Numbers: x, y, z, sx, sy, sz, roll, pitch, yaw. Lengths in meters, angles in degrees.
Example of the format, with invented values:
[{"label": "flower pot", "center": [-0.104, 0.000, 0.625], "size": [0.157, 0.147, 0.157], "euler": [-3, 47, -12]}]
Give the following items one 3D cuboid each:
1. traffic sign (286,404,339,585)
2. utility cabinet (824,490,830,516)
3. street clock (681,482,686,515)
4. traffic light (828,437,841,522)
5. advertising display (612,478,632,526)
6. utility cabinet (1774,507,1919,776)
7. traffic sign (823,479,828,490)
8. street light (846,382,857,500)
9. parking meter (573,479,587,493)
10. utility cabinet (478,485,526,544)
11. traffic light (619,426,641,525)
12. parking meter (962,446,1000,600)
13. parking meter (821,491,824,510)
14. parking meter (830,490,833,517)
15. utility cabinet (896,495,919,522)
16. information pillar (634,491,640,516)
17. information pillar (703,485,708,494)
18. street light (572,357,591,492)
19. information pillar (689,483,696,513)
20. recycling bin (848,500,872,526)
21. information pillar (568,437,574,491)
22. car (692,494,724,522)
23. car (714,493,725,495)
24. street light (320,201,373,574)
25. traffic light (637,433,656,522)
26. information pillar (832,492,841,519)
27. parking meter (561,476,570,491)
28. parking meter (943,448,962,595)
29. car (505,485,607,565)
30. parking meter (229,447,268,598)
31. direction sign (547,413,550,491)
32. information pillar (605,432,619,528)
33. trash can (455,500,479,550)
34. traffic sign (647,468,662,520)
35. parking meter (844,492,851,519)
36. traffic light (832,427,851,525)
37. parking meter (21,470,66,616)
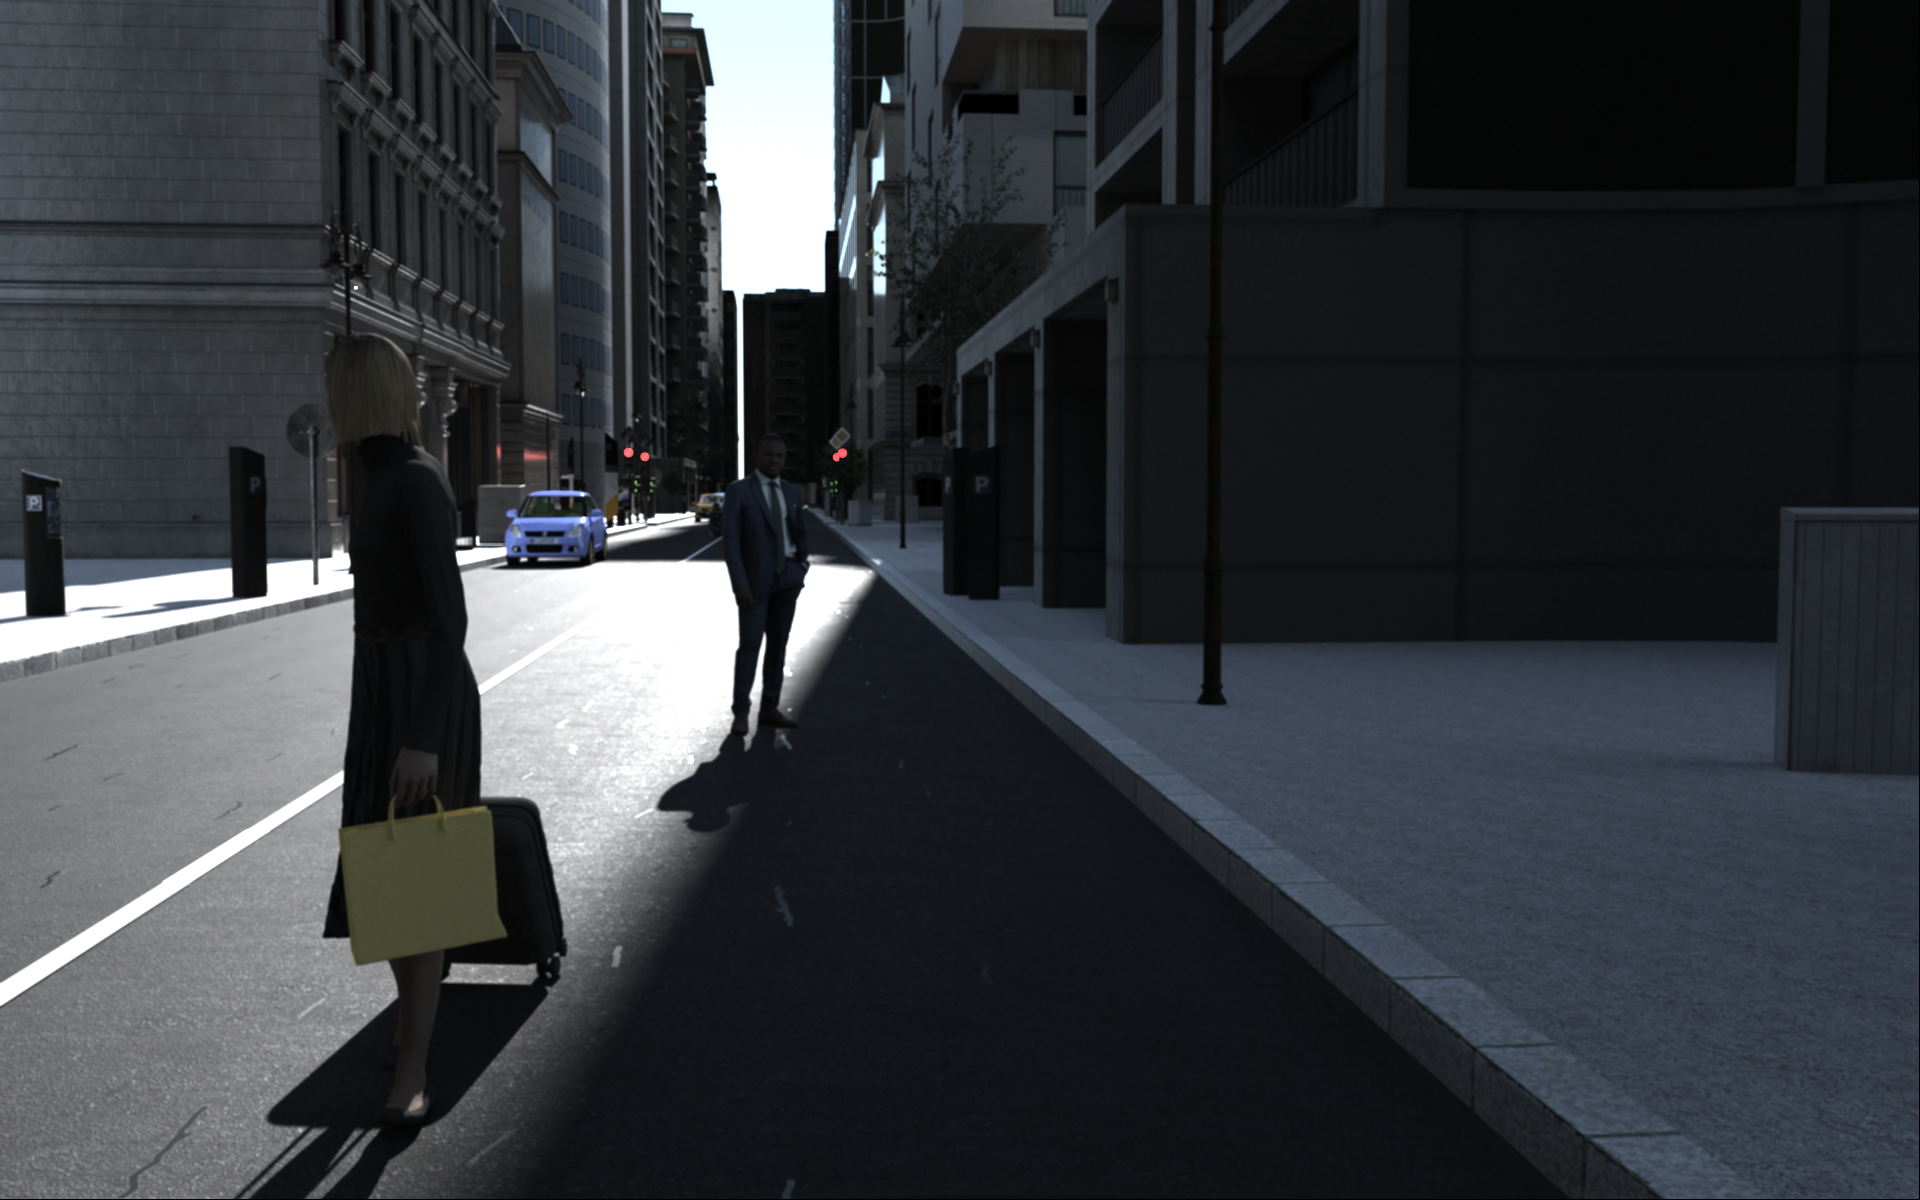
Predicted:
[{"label": "traffic sign", "center": [-9.100, -1.486, 24.399], "size": [0.768, 2.556, 0.104], "euler": [0, 4, 0]}, {"label": "utility cabinet", "center": [-7.346, -5.476, 98.203], "size": [0.318, 1.500, 1.173], "euler": [-2, 4, -25]}, {"label": "street clock", "center": [-17.160, -6.301, 107.588], "size": [0.358, 2.002, 0.471], "euler": [-1, 4, -19]}, {"label": "traffic light", "center": [-5.705, -5.579, 80.145], "size": [0.839, 4.253, 0.868], "euler": [0, 4, -6]}, {"label": "advertising display", "center": [-13.803, -3.994, 70.523], "size": [0.974, 1.923, 0.123], "euler": [2, 4, 26]}, {"label": "utility cabinet", "center": [4.354, 0.194, 7.994], "size": [1.020, 1.237, 0.306], "euler": [1, 4, 12]}, {"label": "traffic sign", "center": [-8.039, -6.306, 105.229], "size": [0.606, 2.300, 0.079], "euler": [0, 4, -3]}, {"label": "street light", "center": [-4.466, -6.024, 71.276], "size": [0.468, 5.910, 1.993], "euler": [0, 4, -6]}, {"label": "parking meter", "center": [-15.063, -3.862, 68.849], "size": [0.399, 1.863, 0.255], "euler": [0, 4, 2]}, {"label": "utility cabinet", "center": [-11.535, -2.136, 43.608], "size": [1.173, 1.500, 0.318], "euler": [1, 4, 15]}, {"label": "traffic light", "center": [-13.593, -5.041, 71.335], "size": [0.839, 4.253, 0.868], "euler": [0, 4, -6]}, {"label": "parking meter", "center": [0.273, -0.940, 21.078], "size": [0.399, 1.863, 0.255], "euler": [1, 4, 10]}, {"label": "parking meter", "center": [-11.123, -8.278, 141.061], "size": [0.255, 1.863, 0.399], "euler": [-3, 4, -36]}, {"label": "parking meter", "center": [-7.036, -5.365, 96.136], "size": [0.372, 1.533, 0.369], "euler": [0, 3, 0]}, {"label": "utility cabinet", "center": [-2.440, -4.202, 79.859], "size": [1.020, 1.237, 0.306], "euler": [-1, 4, -20]}, {"label": "information pillar", "center": [-18.555, -5.802, 99.361], "size": [0.304, 2.012, 0.304], "euler": [0, 4, -4]}, {"label": "information pillar", "center": [-19.987, -8.038, 135.907], "size": [0.304, 2.012, 0.304], "euler": [1, 4, 21]}, {"label": "street light", "center": [-12.798, -5.249, 58.613], "size": [0.468, 5.910, 1.993], "euler": [0, 4, -6]}, {"label": "information pillar", "center": [-18.059, -6.879, 116.958], "size": [0.304, 2.012, 0.304], "euler": [-3, 4, -37]}, {"label": "recycling bin", "center": [-4.039, -3.504, 69.848], "size": [0.722, 1.027, 0.722], "euler": [-3, 5, -43]}, {"label": "information pillar", "center": [-16.065, -4.905, 71.549], "size": [0.183, 3.616, 0.504], "euler": [-2, 4, -32]}, {"label": "car", "center": [-12.820, -4.853, 89.564], "size": [2.015, 1.641, 3.980], "euler": [0, 4, -7]}, {"label": "car", "center": [-14.457, -5.852, 105.264], "size": [1.945, 1.707, 3.694], "euler": [0, 4, -6]}, {"label": "street light", "center": [-9.762, -3.359, 27.707], "size": [0.468, 5.910, 1.993], "euler": [0, 4, -6]}, {"label": "traffic light", "center": [-14.373, -5.527, 79.282], "size": [0.839, 4.253, 0.868], "euler": [0, 4, -6]}, {"label": "information pillar", "center": [-6.267, -5.101, 87.888], "size": [0.304, 2.012, 0.304], "euler": [2, 4, 30]}, {"label": "parking meter", "center": [-12.438, -2.990, 54.605], "size": [0.255, 1.863, 0.399], "euler": [-1, 4, -9]}, {"label": "parking meter", "center": [-0.041, -1.000, 22.063], "size": [0.255, 1.863, 0.399], "euler": [-1, 4, -21]}, {"label": "car", "center": [-8.351, -1.611, 35.938], "size": [1.945, 1.707, 3.694], "euler": [0, 4, -5]}, {"label": "parking meter", "center": [-8.860, -0.970, 21.579], "size": [0.255, 1.863, 0.399], "euler": [1, 4, 20]}, {"label": "direction sign", "center": [-11.555, -3.465, 48.645], "size": [0.379, 3.537, 0.876], "euler": [-1, 4, -12]}, {"label": "information pillar", "center": [-13.168, -4.530, 65.414], "size": [0.504, 3.616, 0.183], "euler": [-1, 4, -14]}, {"label": "trash can", "center": [-11.428, -1.721, 39.793], "size": [0.748, 1.137, 0.748], "euler": [0, 3, 0]}, {"label": "traffic sign", "center": [-15.127, -5.238, 85.746], "size": [0.768, 2.556, 0.104], "euler": [0, 4, 3]}, {"label": "parking meter", "center": [-5.783, -5.097, 89.050], "size": [0.399, 1.863, 0.255], "euler": [2, 4, 33]}, {"label": "traffic light", "center": [-4.925, -5.093, 72.198], "size": [0.839, 4.253, 0.868], "euler": [0, 4, -6]}, {"label": "parking meter", "center": [-9.677, -0.604, 18.290], "size": [0.372, 1.533, 0.369], "euler": [0, 3, 0]}]
